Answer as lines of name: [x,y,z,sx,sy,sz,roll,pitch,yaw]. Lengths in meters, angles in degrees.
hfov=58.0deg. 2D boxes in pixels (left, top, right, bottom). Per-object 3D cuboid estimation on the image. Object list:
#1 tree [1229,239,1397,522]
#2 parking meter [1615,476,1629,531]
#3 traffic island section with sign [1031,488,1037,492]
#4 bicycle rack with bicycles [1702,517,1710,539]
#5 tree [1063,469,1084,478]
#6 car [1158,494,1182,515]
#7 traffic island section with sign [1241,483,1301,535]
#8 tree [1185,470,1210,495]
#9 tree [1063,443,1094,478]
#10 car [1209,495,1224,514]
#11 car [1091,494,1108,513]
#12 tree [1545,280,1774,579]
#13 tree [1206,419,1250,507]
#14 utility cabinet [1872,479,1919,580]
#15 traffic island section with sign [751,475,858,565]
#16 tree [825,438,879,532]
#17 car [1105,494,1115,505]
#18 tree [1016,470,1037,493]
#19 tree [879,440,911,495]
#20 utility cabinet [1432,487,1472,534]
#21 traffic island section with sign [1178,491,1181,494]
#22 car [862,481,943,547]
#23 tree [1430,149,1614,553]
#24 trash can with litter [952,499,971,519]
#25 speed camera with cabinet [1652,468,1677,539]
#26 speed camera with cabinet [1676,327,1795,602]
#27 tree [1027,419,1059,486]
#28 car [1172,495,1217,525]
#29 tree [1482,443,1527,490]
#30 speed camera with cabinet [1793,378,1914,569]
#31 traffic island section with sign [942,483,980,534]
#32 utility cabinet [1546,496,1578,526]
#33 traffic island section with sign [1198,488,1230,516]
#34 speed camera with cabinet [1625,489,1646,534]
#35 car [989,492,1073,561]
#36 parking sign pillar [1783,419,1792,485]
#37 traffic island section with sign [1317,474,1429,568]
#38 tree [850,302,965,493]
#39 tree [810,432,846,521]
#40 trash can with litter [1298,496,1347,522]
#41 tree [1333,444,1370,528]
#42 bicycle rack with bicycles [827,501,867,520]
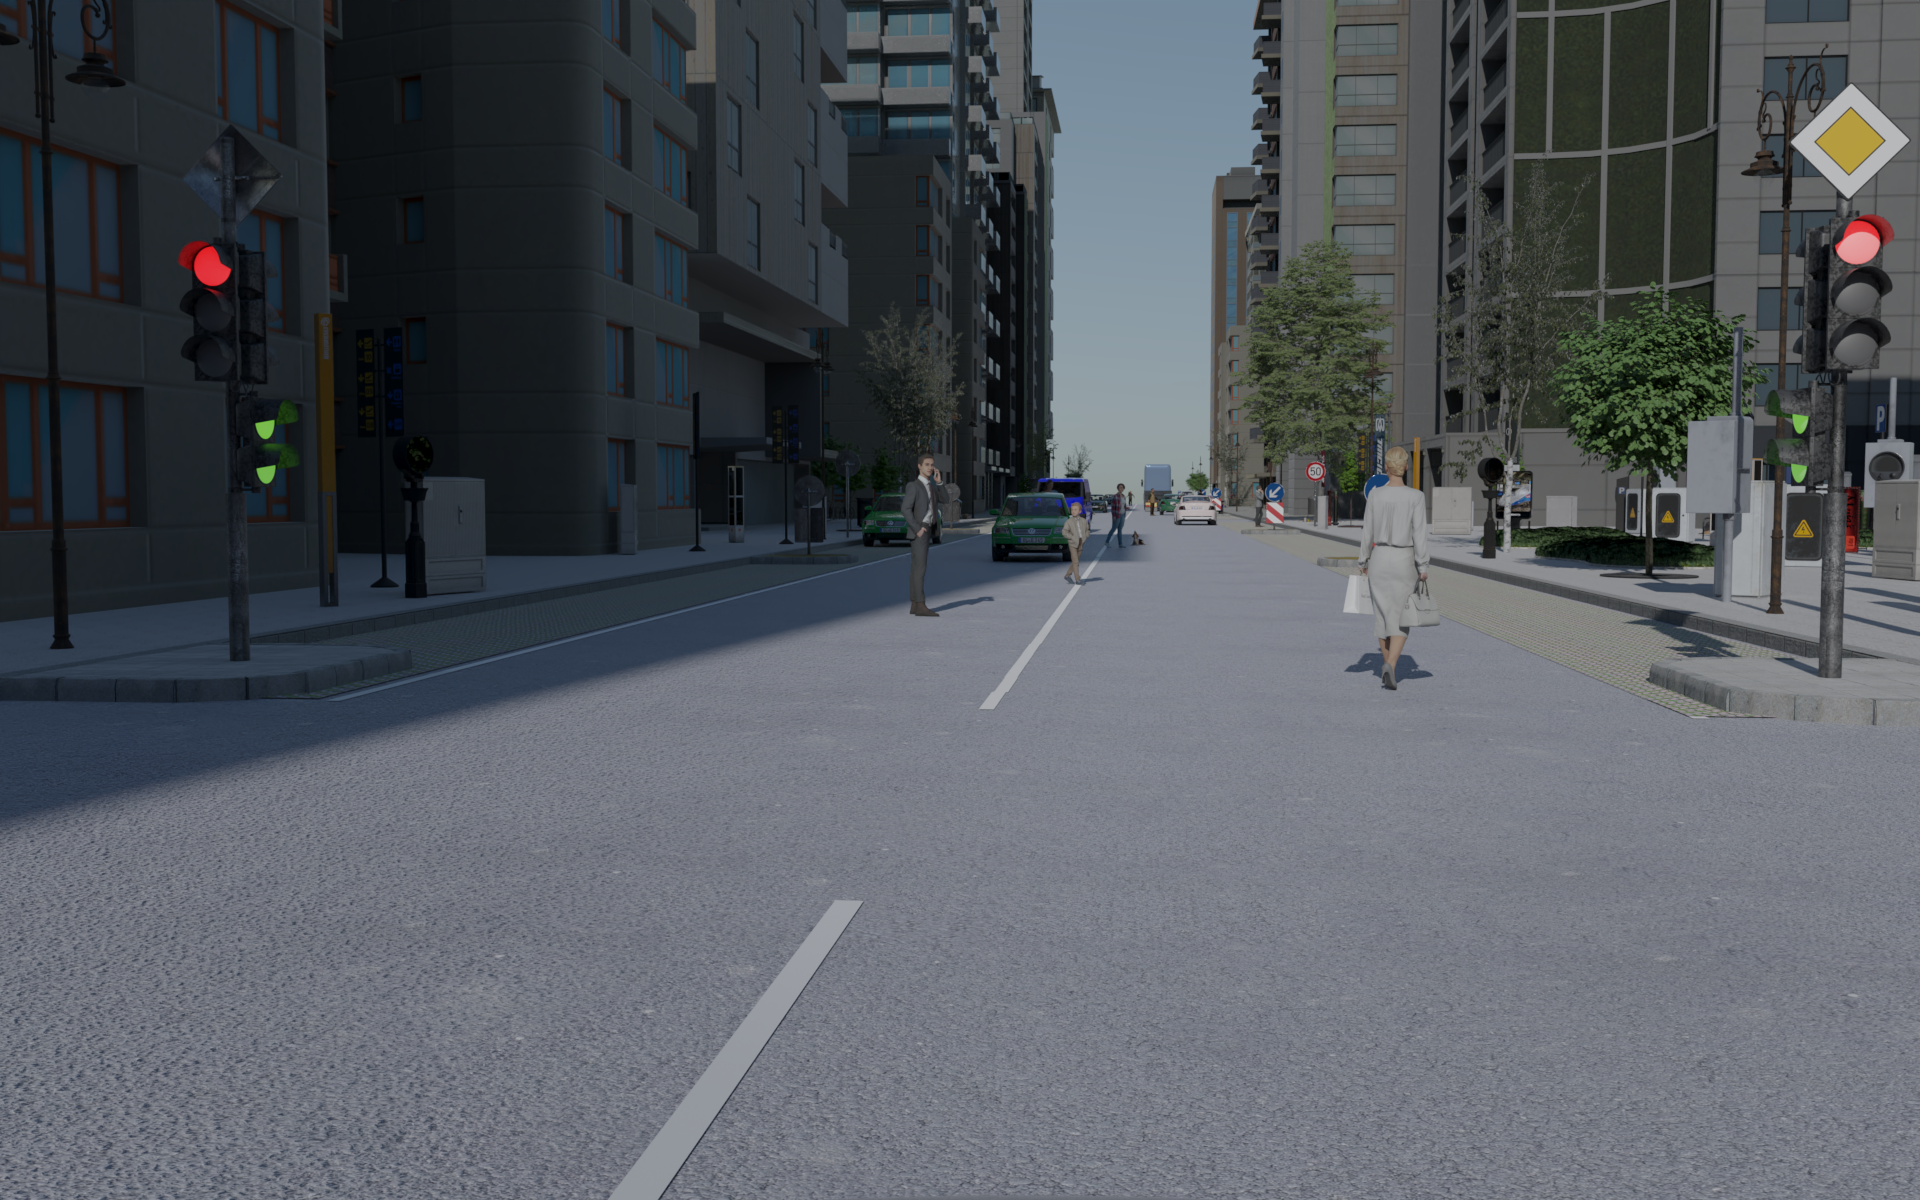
tree: [15.881,-9.776,77.969,7.486,12.596,7.792,0,3,0]
parking meter: [21.671,-3.119,56.704,0.399,1.863,0.255,2,4,33]
traffic island section with sign: [4.964,-6.352,112.479,1.989,1.847,2.006,0,4,6]
bicycle rack with bicycles: [22.606,-2.178,48.990,2.925,0.926,2.852,-2,4,-24]
tree: [14.870,-14.881,227.010,4.285,4.588,4.351,0,3,0]
car: [14.606,-6.536,118.666,2.131,1.459,4.920,0,4,8]
traffic island section with sign: [11.052,-3.248,61.728,1.989,1.847,2.006,0,4,6]
tree: [31.099,-14.844,226.407,4.285,4.588,4.351,0,3,0]
tree: [16.862,-18.114,246.520,4.360,8.622,3.978,0,3,0]
car: [17.793,-6.751,122.961,1.945,1.354,3.894,0,4,6]
car: [10.296,-7.450,131.591,2.009,1.686,4.222,0,4,7]
tree: [10.750,-2.629,26.705,4.285,4.588,4.351,0,3,0]
tree: [26.375,-13.461,170.450,4.360,8.622,3.978,0,3,0]
utility cabinet: [14.114,-1.053,25.904,0.318,1.500,1.173,0,4,-1]
traffic island section with sign: [-3.174,-1.671,35.947,1.989,1.847,2.006,0,4,6]
tree: [-3.891,-3.977,59.619,1.663,3.219,1.824,0,3,0]
car: [17.931,-12.073,207.187,2.009,1.686,4.222,0,4,7]
tree: [5.196,-8.673,136.409,1.663,3.219,1.824,0,3,0]
tree: [-2.725,-4.134,62.196,1.663,3.219,1.824,0,3,0]
utility cabinet: [15.489,-2.804,54.523,1.173,1.500,0.318,1,4,21]
traffic island section with sign: [27.918,-12.961,220.536,1.989,1.847,2.006,0,4,6]
car: [-1.577,-2.417,48.314,1.959,1.807,4.718,0,4,7]
tree: [12.119,-5.361,38.020,4.360,8.622,3.978,0,3,0]
trash can with litter: [0.038,-4.705,88.309,1.055,1.170,0.624,1,4,22]
speed camera with cabinet: [19.277,-3.127,45.459,2.038,3.252,0.660,3,5,41]
speed camera with cabinet: [9.546,-1.646,21.255,0.660,3.252,2.038,3,5,42]
tree: [7.361,-13.128,165.012,4.737,8.622,4.395,0,3,0]
car: [10.946,-4.178,80.676,2.083,1.381,4.827,0,4,5]
tree: [17.940,-3.767,56.196,1.663,3.219,1.824,0,3,0]
speed camera with cabinet: [15.191,-2.167,29.768,2.038,3.252,0.660,2,4,35]
traffic island section with sign: [-0.302,-3.322,62.939,1.989,1.847,2.006,0,4,6]
utility cabinet: [20.049,-2.847,57.712,0.306,1.237,1.020,-2,4,-34]
traffic island section with sign: [16.285,-6.263,111.030,1.989,1.847,2.006,0,4,6]
speed camera with cabinet: [21.985,-3.719,55.142,0.660,3.252,2.038,0,4,-8]
car: [1.661,-1.803,38.277,1.959,1.807,4.718,0,4,4]
parking sign pillar: [29.491,-4.421,60.753,1.447,3.967,1.447,0,4,6]
traffic island section with sign: [8.152,-1.576,34.388,1.989,1.847,2.006,0,4,6]
tree: [-2.114,-7.151,67.287,4.360,8.622,3.978,0,3,0]
tree: [-6.790,-6.021,82.155,4.285,4.588,4.351,0,3,0]
trash can with litter: [16.644,-4.189,79.547,2.233,1.210,1.678,1,4,9]
tree: [14.995,-4.392,66.404,1.663,3.219,1.824,0,3,0]
bicycle rack with bicycles: [-5.451,-4.558,87.903,2.852,0.926,2.925,-1,4,-8]
